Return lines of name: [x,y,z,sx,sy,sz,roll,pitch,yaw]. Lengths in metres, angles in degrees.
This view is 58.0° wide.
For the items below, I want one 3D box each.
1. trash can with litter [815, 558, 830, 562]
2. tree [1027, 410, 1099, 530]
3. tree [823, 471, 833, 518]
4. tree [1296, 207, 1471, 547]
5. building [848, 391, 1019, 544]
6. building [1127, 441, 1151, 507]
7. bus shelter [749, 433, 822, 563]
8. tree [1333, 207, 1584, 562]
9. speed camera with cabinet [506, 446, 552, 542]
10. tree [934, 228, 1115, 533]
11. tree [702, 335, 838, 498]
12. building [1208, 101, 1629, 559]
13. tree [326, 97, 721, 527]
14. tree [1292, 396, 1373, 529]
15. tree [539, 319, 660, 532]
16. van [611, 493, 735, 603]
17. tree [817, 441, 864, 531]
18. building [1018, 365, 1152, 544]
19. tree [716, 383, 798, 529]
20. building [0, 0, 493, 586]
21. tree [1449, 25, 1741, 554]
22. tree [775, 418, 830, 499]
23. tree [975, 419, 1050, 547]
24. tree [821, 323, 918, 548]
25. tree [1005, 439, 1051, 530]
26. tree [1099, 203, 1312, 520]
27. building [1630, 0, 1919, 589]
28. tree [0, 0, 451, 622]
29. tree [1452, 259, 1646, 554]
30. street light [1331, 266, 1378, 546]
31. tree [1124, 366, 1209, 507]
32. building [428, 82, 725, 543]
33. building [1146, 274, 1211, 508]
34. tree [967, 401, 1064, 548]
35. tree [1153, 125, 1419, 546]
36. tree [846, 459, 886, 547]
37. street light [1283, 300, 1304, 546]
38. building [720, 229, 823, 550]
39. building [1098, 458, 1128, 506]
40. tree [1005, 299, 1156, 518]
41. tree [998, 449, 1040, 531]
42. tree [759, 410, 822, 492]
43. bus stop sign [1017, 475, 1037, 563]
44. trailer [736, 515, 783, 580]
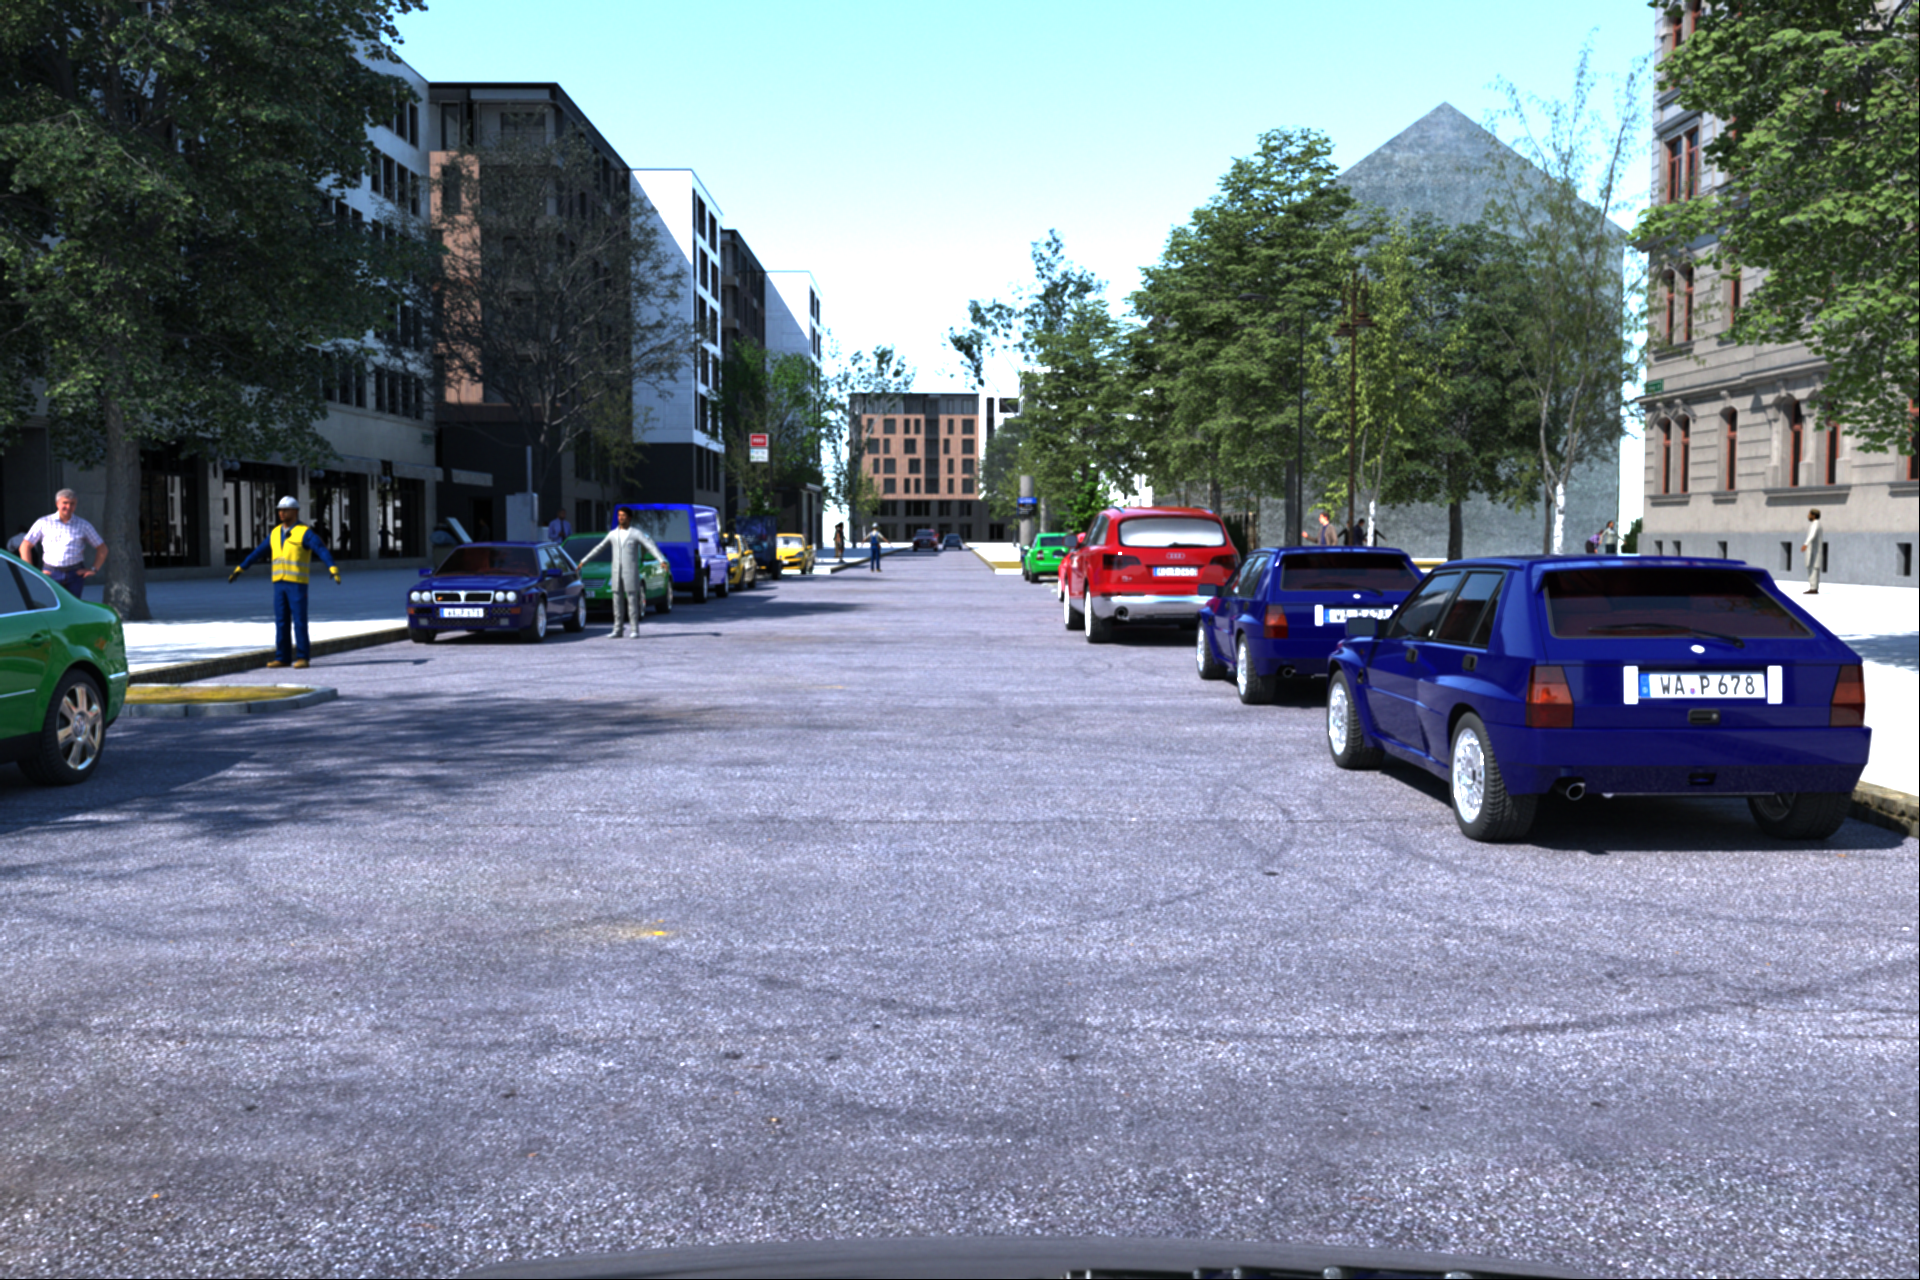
trash can with litter: [-6.908,-4.317,81.642,1.678,1.210,2.233,0,4,0]
tree: [6.372,-8.927,96.326,4.360,8.622,3.978,0,3,0]
tree: [-22.360,-20.669,256.061,7.486,12.596,7.792,0,3,0]
tree: [9.597,-5.486,40.066,4.737,8.622,4.395,0,3,0]
building: [-0.229,-25.259,259.419,32.646,21.610,27.936,0,4,-5]
building: [19.616,-12.246,142.364,9.099,9.664,28.070,0,4,0]
bus shelter: [-7.240,-5.752,71.682,2.179,5.291,8.768,0,4,1]
tree: [19.113,-9.794,66.793,9.857,13.997,8.962,0,3,0]
speed camera with cabinet: [-9.874,-2.774,39.691,0.660,3.252,2.038,0,3,0]
tree: [4.722,-15.549,110.117,12.611,20.169,13.585,0,3,0]
tree: [-10.050,-10.140,91.550,9.928,11.665,9.643,0,3,0]
building: [24.599,-16.300,97.439,19.493,23.208,18.063,0,4,0]
tree: [-11.895,-8.454,48.591,12.009,13.543,11.850,0,3,0]
tree: [16.952,-7.928,79.979,4.360,8.622,3.978,0,3,0]
tree: [-11.851,-6.636,58.867,4.360,8.622,3.978,0,3,0]
van: [-6.179,-2.020,37.403,2.240,2.365,5.245,0,3,0]
tree: [-9.254,-11.363,136.142,4.737,8.622,4.395,0,3,0]
building: [21.447,-23.354,225.818,27.936,21.610,32.646,0,4,-1]
tree: [-9.642,-8.173,83.984,4.360,8.622,3.978,0,3,0]
building: [-30.973,-15.433,54.495,24.374,26.755,37.873,0,3,0]
tree: [8.880,-4.627,26.018,4.360,8.622,3.978,0,3,0]
tree: [-9.987,-9.702,108.982,4.737,8.622,4.395,0,3,0]
tree: [4.933,-15.332,168.798,7.486,12.596,7.792,0,3,0]
tree: [-11.004,-18.432,157.256,12.611,20.169,13.585,0,3,0]
tree: [5.578,-11.240,134.139,4.737,8.622,4.395,0,3,0]
tree: [8.533,-8.683,60.099,7.486,12.596,7.792,0,3,0]
building: [28.598,-15.768,45.202,14.401,28.519,23.554,0,4,0]
tree: [-12.401,-7.265,25.440,9.857,13.997,8.962,0,3,0]
tree: [26.412,-10.210,77.311,12.009,13.543,11.850,0,3,0]
street light: [6.833,-3.510,30.169,0.468,5.910,1.993,0,4,0]
tree: [9.655,-7.543,73.692,4.360,8.622,3.978,0,3,0]
building: [-28.892,-15.345,94.873,27.936,21.610,32.646,0,4,-1]
building: [23.182,-17.420,115.741,19.493,23.208,18.063,0,4,0]
tree: [5.688,-15.102,157.295,12.009,13.543,11.850,0,3,0]
tree: [9.002,-8.012,49.121,7.486,12.596,7.792,0,3,0]
tree: [-9.259,-13.342,168.506,4.737,8.622,4.395,0,3,0]
street light: [7.149,-3.735,33.610,1.470,5.913,1.316,0,4,-1]
building: [-25.605,-17.647,132.496,27.936,21.610,32.646,0,4,0]
building: [21.014,-15.243,191.372,9.099,9.664,28.070,0,4,-1]
tree: [6.070,-10.107,83.375,7.486,12.596,7.792,0,3,0]
tree: [5.506,-11.857,144.222,4.737,8.622,4.395,0,3,0]
tree: [-9.908,-9.188,100.588,4.360,8.622,3.978,0,3,0]
bus stop sign: [3.015,-5.445,78.047,0.837,3.901,0.837,0,4,-1]
trailer: [-6.336,-2.835,53.395,1.471,1.999,3.904,0,4,0]
